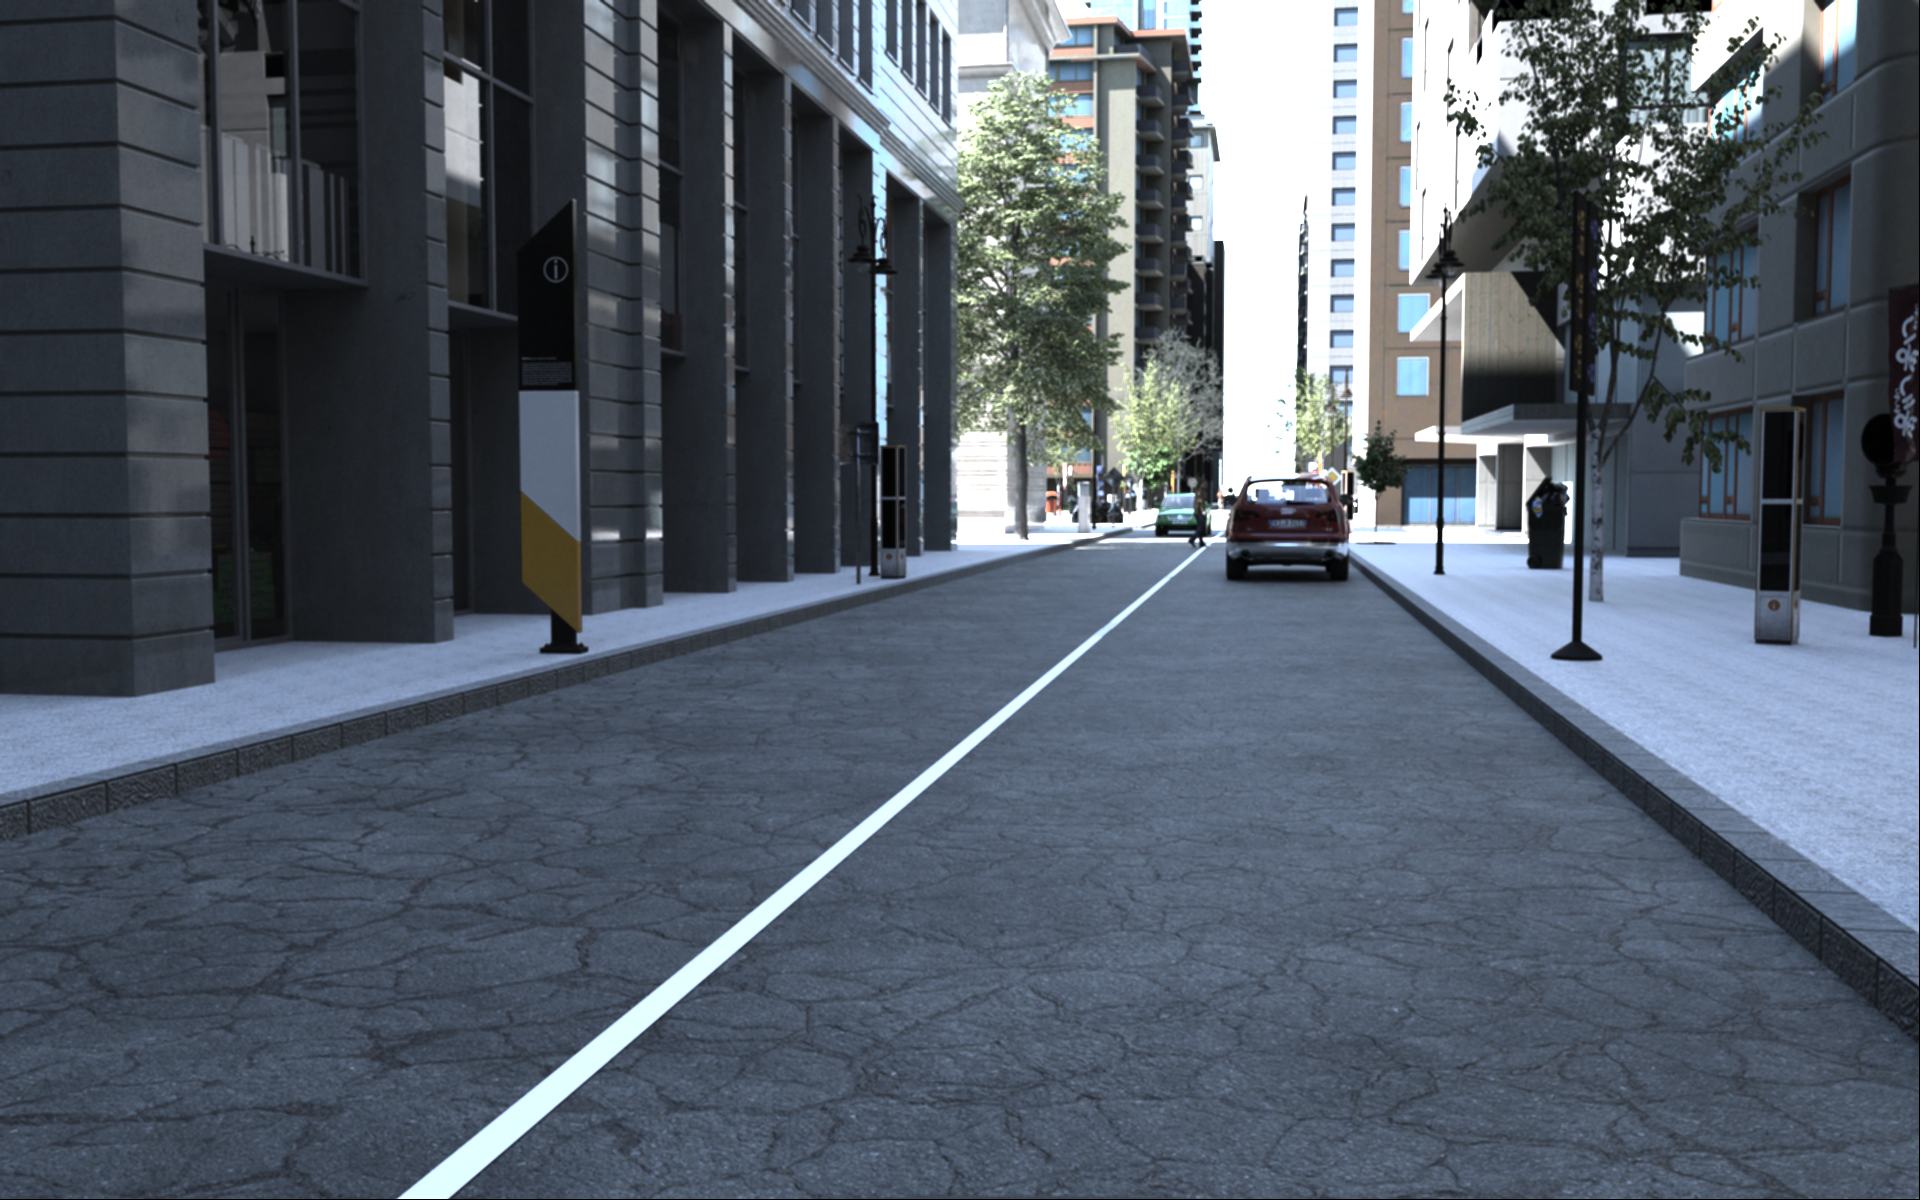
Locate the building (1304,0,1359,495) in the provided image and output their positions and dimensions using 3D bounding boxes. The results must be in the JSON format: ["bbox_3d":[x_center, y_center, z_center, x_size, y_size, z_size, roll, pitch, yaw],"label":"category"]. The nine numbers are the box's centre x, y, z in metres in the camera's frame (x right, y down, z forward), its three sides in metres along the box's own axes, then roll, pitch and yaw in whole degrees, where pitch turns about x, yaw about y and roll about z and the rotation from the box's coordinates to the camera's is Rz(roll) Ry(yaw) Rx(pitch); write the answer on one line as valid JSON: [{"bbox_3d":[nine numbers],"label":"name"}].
[{"bbox_3d":[42.687,-37.756,159.307,21.231,58.520,28.212,1,4,10],"label":"building"}]

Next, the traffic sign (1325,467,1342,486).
[{"bbox_3d":[13.639,-3.666,63.586,0.795,2.450,0.064,1,4,10],"label":"traffic sign"}]

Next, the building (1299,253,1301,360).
[{"bbox_3d":[59.064,-36.017,243.494,22.147,44.769,28.867,1,4,10],"label":"building"}]

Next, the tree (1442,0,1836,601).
[{"bbox_3d":[7.614,-4.277,20.288,4.737,8.622,4.395,0,3,0],"label":"tree"}]

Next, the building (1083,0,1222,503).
[{"bbox_3d":[30.450,-58.742,273.096,22.319,86.520,31.000,1,4,10],"label":"building"}]

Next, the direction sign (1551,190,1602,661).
[{"bbox_3d":[4.805,-1.309,13.392,0.379,3.537,0.876,2,4,30],"label":"direction sign"}]

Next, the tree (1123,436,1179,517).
[{"bbox_3d":[10.781,-7.004,98.229,4.285,4.588,4.351,0,3,0],"label":"tree"}]

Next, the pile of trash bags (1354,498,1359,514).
[{"bbox_3d":[25.367,-6.244,111.838,1.912,1.369,3.447,-1,4,-20],"label":"pile of trash bags"}]

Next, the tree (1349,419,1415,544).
[{"bbox_3d":[10.895,-3.067,44.740,1.663,3.219,1.824,0,3,0],"label":"tree"}]

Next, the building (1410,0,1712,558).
[{"bbox_3d":[26.830,-27.879,45.064,28.713,52.752,27.495,1,4,10],"label":"building"}]

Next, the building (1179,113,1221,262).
[{"bbox_3d":[22.058,-40.156,245.787,28.713,52.752,27.495,1,4,10],"label":"building"}]

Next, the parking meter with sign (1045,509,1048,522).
[{"bbox_3d":[3.594,-5.108,79.780,0.543,3.016,1.738,1,4,20],"label":"parking meter with sign"}]

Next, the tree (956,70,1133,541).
[{"bbox_3d":[1.349,-7.892,47.168,7.486,12.596,7.792,0,3,0],"label":"tree"}]

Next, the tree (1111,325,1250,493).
[{"bbox_3d":[15.893,-13.206,126.290,12.009,13.543,11.850,0,3,0],"label":"tree"}]

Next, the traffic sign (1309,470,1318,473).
[{"bbox_3d":[18.900,-5.655,92.557,0.768,2.556,0.104,1,4,11],"label":"traffic sign"}]

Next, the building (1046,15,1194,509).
[{"bbox_3d":[10.471,-31.099,163.099,22.147,44.769,28.867,1,4,10],"label":"building"}]

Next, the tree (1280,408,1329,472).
[{"bbox_3d":[27.787,-11.507,138.497,4.360,8.622,3.978,0,3,0],"label":"tree"}]

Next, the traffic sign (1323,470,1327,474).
[{"bbox_3d":[15.040,-4.147,71.448,0.795,2.450,0.064,1,4,10],"label":"traffic sign"}]

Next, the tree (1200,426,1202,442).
[{"bbox_3d":[13.187,-9.765,110.024,4.737,8.622,4.395,0,3,0],"label":"tree"}]

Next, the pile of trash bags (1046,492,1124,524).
[{"bbox_3d":[5.326,-4.004,75.221,3.447,1.369,1.912,-1,4,-10],"label":"pile of trash bags"}]

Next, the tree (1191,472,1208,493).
[{"bbox_3d":[21.458,-9.834,155.385,1.663,3.219,1.824,0,3,0],"label":"tree"}]

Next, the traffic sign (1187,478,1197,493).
[{"bbox_3d":[17.975,-8.195,134.088,0.768,2.556,0.104,1,4,11],"label":"traffic sign"}]

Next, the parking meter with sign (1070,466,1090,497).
[{"bbox_3d":[7.756,-6.850,108.252,1.738,3.016,0.543,0,4,-7],"label":"parking meter with sign"}]

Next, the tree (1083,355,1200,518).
[{"bbox_3d":[9.736,-8.693,92.501,4.737,8.622,4.395,0,3,0],"label":"tree"}]

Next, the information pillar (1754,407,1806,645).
[{"bbox_3d":[7.016,-0.632,14.817,0.304,2.012,0.304,3,4,36],"label":"information pillar"}]

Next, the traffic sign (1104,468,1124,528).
[{"bbox_3d":[5.772,-3.753,65.003,0.795,2.450,0.064,1,4,10],"label":"traffic sign"}]

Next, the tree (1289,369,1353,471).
[{"bbox_3d":[21.084,-9.250,101.592,4.737,8.622,4.395,0,3,0],"label":"tree"}]

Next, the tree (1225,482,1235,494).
[{"bbox_3d":[44.481,-17.755,284.893,1.663,3.219,1.824,0,3,0],"label":"tree"}]

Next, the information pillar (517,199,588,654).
[{"bbox_3d":[-3.284,-1.380,13.911,0.504,3.616,0.183,0,4,8],"label":"information pillar"}]

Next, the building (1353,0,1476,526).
[{"bbox_3d":[24.558,-25.922,73.940,14.200,45.320,14.600,1,4,10],"label":"building"}]

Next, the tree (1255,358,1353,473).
[{"bbox_3d":[23.758,-11.290,119.006,7.601,10.594,8.767,1,4,14],"label":"tree"}]

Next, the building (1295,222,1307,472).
[{"bbox_3d":[67.086,-40.698,289.111,21.300,48.544,21.600,1,4,10],"label":"building"}]

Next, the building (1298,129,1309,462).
[{"bbox_3d":[48.792,-32.614,187.864,22.147,44.769,28.867,1,4,10],"label":"building"}]

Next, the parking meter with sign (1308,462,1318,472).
[{"bbox_3d":[19.493,-6.094,95.896,0.543,3.016,1.738,1,4,9],"label":"parking meter with sign"}]

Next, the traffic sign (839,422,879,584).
[{"bbox_3d":[-1.443,-1.375,24.611,0.606,2.300,0.079,1,4,18],"label":"traffic sign"}]

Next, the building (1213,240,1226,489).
[{"bbox_3d":[38.129,-39.498,295.903,14.600,45.320,14.200,1,4,10],"label":"building"}]

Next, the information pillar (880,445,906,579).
[{"bbox_3d":[-1.014,-1.332,26.273,0.304,2.012,0.304,1,4,23],"label":"information pillar"}]

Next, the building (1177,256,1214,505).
[{"bbox_3d":[23.206,-26.723,208.627,14.160,30.474,14.107,1,4,10],"label":"building"}]

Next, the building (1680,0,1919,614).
[{"bbox_3d":[22.454,-10.095,10.099,27.650,21.520,28.899,1,4,10],"label":"building"}]

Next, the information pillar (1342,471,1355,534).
[{"bbox_3d":[12.431,-3.120,55.502,0.304,2.012,0.304,-1,4,-15],"label":"information pillar"}]

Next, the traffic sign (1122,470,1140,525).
[{"bbox_3d":[7.173,-4.234,72.865,0.795,2.450,0.064,1,4,10],"label":"traffic sign"}]

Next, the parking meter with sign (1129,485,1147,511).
[{"bbox_3d":[13.702,-8.406,133.693,0.543,3.016,1.738,-3,5,-45],"label":"parking meter with sign"}]

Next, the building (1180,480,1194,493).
[{"bbox_3d":[10.028,-30.480,190.230,32.217,40.220,23.993,1,4,10],"label":"building"}]

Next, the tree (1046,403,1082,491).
[{"bbox_3d":[7.990,-11.526,138.819,4.737,8.622,4.395,0,3,0],"label":"tree"}]
